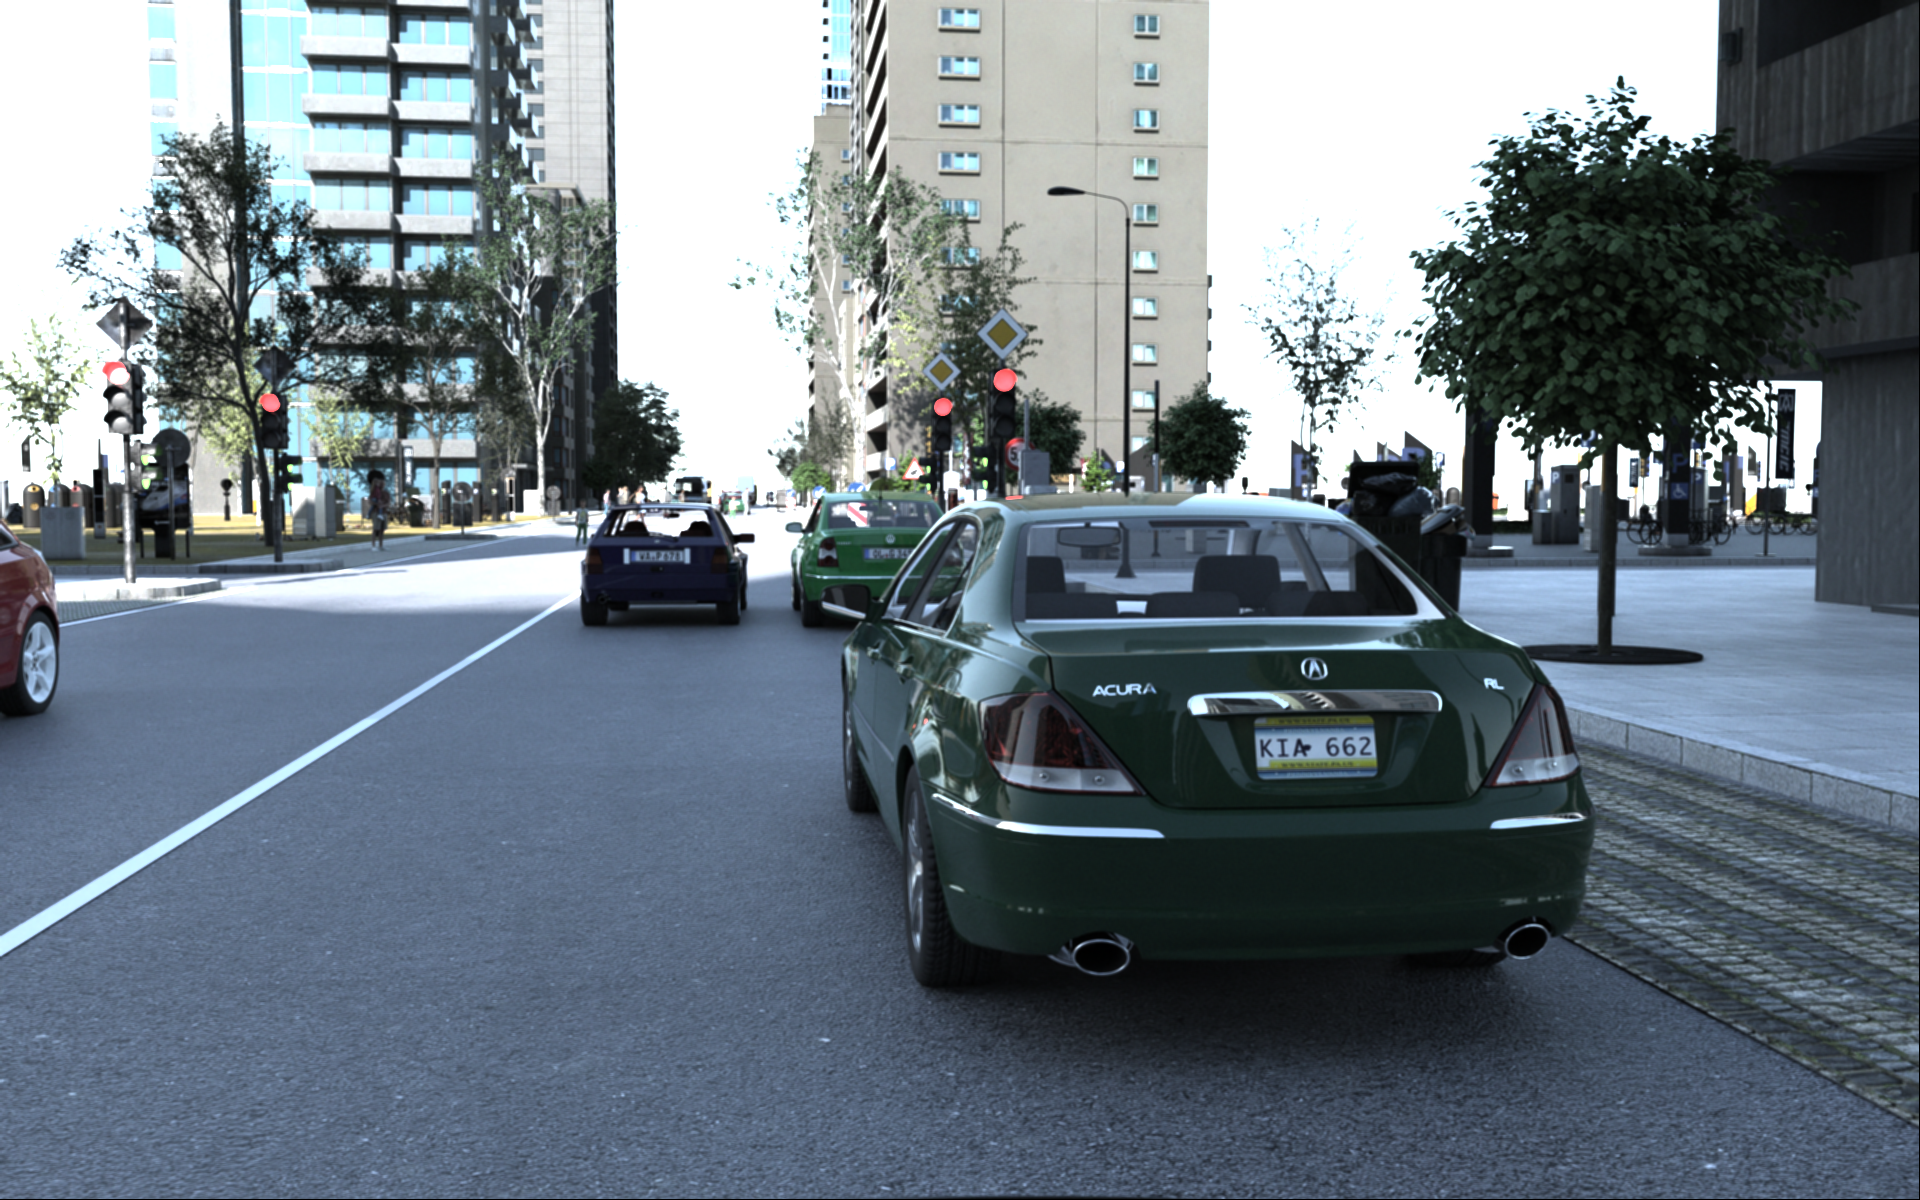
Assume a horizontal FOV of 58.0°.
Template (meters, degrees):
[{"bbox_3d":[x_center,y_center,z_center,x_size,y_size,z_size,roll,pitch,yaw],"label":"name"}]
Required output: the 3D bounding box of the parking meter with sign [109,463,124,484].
[{"bbox_3d":[-48.331,-6.288,99.062,1.738,3.016,0.543,3,5,41],"label":"parking meter with sign"}]

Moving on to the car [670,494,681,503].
[{"bbox_3d":[-23.844,-7.975,142.189,2.131,1.459,4.920,0,4,-6],"label":"car"}]

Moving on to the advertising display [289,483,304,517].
[{"bbox_3d":[-37.757,-5.712,98.605,0.123,1.923,0.974,2,4,26],"label":"advertising display"}]

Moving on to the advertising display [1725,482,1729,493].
[{"bbox_3d":[41.568,-5.401,93.518,0.974,1.923,0.123,-3,5,-43],"label":"advertising display"}]

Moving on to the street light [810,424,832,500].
[{"bbox_3d":[-9.107,-8.725,115.198,1.470,5.913,1.316,0,4,-7],"label":"street light"}]

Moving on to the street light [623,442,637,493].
[{"bbox_3d":[-29.821,-11.135,154.597,1.470,5.913,1.316,0,4,-7],"label":"street light"}]

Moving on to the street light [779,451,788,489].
[{"bbox_3d":[-19.506,-13.741,197.208,1.470,5.913,1.316,0,4,-7],"label":"street light"}]

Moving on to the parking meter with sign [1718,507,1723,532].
[{"bbox_3d":[24.668,-3.772,57.936,1.738,3.016,0.543,-1,4,-13],"label":"parking meter with sign"}]

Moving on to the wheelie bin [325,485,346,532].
[{"bbox_3d":[-21.212,-3.090,58.423,0.693,1.594,0.980,1,4,13],"label":"wheelie bin"}]

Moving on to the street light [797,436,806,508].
[{"bbox_3d":[-12.064,-10.150,138.494,1.470,5.913,1.316,0,4,-7],"label":"street light"}]

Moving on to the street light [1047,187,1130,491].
[{"bbox_3d":[2.014,-3.295,26.408,1.470,5.913,1.316,0,4,-7],"label":"street light"}]

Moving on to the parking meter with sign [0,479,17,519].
[{"bbox_3d":[-49.146,-5.656,88.731,1.738,3.016,0.543,0,4,3],"label":"parking meter with sign"}]

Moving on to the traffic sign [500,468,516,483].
[{"bbox_3d":[-21.782,-5.100,83.499,0.768,2.556,0.104,0,4,-3],"label":"traffic sign"}]

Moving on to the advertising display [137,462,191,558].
[{"bbox_3d":[-16.007,-1.812,34.833,0.974,1.923,0.123,-1,4,-15],"label":"advertising display"}]

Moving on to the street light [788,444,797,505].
[{"bbox_3d":[-15.079,-11.575,161.793,1.470,5.913,1.316,0,4,-7],"label":"street light"}]

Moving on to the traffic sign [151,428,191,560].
[{"bbox_3d":[-15.279,-2.045,33.546,0.768,2.556,0.104,0,4,-3],"label":"traffic sign"}]

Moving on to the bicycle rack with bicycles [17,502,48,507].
[{"bbox_3d":[-42.755,-4.121,80.761,2.852,0.926,2.925,0,4,2],"label":"bicycle rack with bicycles"}]

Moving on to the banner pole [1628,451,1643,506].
[{"bbox_3d":[32.396,-5.676,82.821,0.863,3.779,0.401,1,4,12],"label":"banner pole"}]

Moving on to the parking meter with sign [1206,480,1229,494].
[{"bbox_3d":[13.044,-5.523,86.562,1.738,3.016,0.543,-1,4,-23],"label":"parking meter with sign"}]

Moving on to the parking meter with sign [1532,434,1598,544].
[{"bbox_3d":[15.524,-2.950,44.493,1.738,3.016,0.543,-2,4,-25],"label":"parking meter with sign"}]

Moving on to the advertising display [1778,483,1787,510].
[{"bbox_3d":[48.313,-5.906,101.776,0.974,1.923,0.123,-3,5,-40],"label":"advertising display"}]

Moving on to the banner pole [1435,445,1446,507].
[{"bbox_3d":[24.741,-6.061,89.112,0.863,3.779,0.401,-2,4,-26],"label":"banner pole"}]

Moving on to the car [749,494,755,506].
[{"bbox_3d":[-26.296,-12.466,212.851,2.155,1.783,4.494,0,4,-7],"label":"car"}]

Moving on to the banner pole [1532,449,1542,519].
[{"bbox_3d":[20.347,-4.346,61.077,0.401,3.779,0.863,0,4,-4],"label":"banner pole"}]

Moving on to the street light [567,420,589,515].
[{"bbox_3d":[-23.875,-8.306,108.349,1.470,5.913,1.316,0,4,-7],"label":"street light"}]

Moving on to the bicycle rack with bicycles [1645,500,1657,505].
[{"bbox_3d":[45.048,-6.005,111.567,2.925,0.926,2.852,1,4,15],"label":"bicycle rack with bicycles"}]

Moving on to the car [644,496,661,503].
[{"bbox_3d":[-20.008,-6.150,113.138,1.945,1.354,3.894,-1,4,-8],"label":"car"}]

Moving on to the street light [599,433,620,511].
[{"bbox_3d":[-26.777,-9.725,131.550,1.470,5.913,1.316,0,4,-7],"label":"street light"}]

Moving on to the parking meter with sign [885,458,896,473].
[{"bbox_3d":[-3.061,-5.448,85.328,0.543,3.016,1.738,1,4,23],"label":"parking meter with sign"}]

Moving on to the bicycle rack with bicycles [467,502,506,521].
[{"bbox_3d":[-22.785,-4.184,81.784,2.925,0.926,2.852,-1,4,-15],"label":"bicycle rack with bicycles"}]

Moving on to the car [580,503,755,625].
[{"bbox_3d":[-3.393,-0.472,20.290,1.945,1.354,3.894,0,4,-5],"label":"car"}]

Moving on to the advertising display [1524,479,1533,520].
[{"bbox_3d":[24.254,-4.177,73.514,0.974,1.923,0.123,-3,5,-41],"label":"advertising display"}]

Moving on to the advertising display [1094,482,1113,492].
[{"bbox_3d":[6.382,-4.451,77.988,0.974,1.923,0.123,-1,4,-12],"label":"advertising display"}]

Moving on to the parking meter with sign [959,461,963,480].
[{"bbox_3d":[-0.318,-5.247,82.045,0.543,3.016,1.738,3,5,42],"label":"parking meter with sign"}]

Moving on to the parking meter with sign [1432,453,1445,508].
[{"bbox_3d":[19.710,-4.739,73.735,1.738,3.016,0.543,-1,4,-16],"label":"parking meter with sign"}]

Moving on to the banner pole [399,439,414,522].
[{"bbox_3d":[-25.334,-5.452,79.153,0.401,3.779,0.863,3,5,41],"label":"banner pole"}]

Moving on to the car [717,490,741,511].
[{"bbox_3d":[-19.354,-8.403,146.056,2.281,1.827,5.304,-1,4,-9],"label":"car"}]

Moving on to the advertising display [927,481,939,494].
[{"bbox_3d":[-1.232,-4.942,86.009,0.974,1.923,0.123,-3,4,-37],"label":"advertising display"}]

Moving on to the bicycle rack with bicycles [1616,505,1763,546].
[{"bbox_3d":[18.242,-1.885,44.206,2.925,0.926,2.852,0,4,-5],"label":"bicycle rack with bicycles"}]

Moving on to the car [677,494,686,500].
[{"bbox_3d":[-24.457,-8.314,147.728,2.131,1.459,4.920,-1,4,-9],"label":"car"}]

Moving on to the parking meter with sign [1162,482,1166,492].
[{"bbox_3d":[12.828,-7.016,110.970,1.738,3.016,0.543,-1,4,-17],"label":"parking meter with sign"}]

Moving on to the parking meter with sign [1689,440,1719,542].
[{"bbox_3d":[20.179,-3.119,47.257,0.543,3.016,1.738,2,4,32],"label":"parking meter with sign"}]

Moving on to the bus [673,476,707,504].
[{"bbox_3d":[-26.014,-10.572,167.706,2.948,3.499,13.247,0,4,-6],"label":"bus"}]

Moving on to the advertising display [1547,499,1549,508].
[{"bbox_3d":[28.485,-4.890,85.166,0.974,1.923,0.123,-1,4,-13],"label":"advertising display"}]

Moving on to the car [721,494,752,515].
[{"bbox_3d":[-15.372,-6.566,119.150,2.131,1.459,4.920,0,4,-8],"label":"car"}]

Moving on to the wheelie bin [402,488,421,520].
[{"bbox_3d":[-26.732,-4.683,84.468,0.980,1.594,0.693,-3,4,-36],"label":"wheelie bin"}]

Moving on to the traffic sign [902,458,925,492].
[{"bbox_3d":[-1.612,-3.772,61.677,0.884,2.594,0.081,0,4,1],"label":"traffic sign"}]

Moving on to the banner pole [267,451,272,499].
[{"bbox_3d":[-40.477,-6.824,101.589,0.401,3.779,0.863,-3,5,-44],"label":"banner pole"}]

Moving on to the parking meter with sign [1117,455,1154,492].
[{"bbox_3d":[7.457,-4.733,73.648,1.738,3.016,0.543,2,4,26],"label":"parking meter with sign"}]

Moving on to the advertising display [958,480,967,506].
[{"bbox_3d":[-0.138,-4.364,76.567,0.974,1.923,0.123,2,4,30],"label":"advertising display"}]

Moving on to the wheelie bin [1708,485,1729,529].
[{"bbox_3d":[27.496,-3.369,62.984,0.693,1.594,0.980,-3,5,-43],"label":"wheelie bin"}]

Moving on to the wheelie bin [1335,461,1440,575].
[{"bbox_3d":[4.078,-0.528,16.539,0.980,1.594,0.693,0,4,5],"label":"wheelie bin"}]

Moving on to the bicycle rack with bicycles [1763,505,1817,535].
[{"bbox_3d":[26.192,-2.571,55.421,2.852,0.926,2.925,-2,4,-30],"label":"bicycle rack with bicycles"}]

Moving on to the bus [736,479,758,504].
[{"bbox_3d":[-31.032,-15.966,252.587,2.896,3.916,12.252,-1,4,-9],"label":"bus"}]

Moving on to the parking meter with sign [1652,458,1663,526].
[{"bbox_3d":[27.788,-4.391,68.052,0.543,3.016,1.738,0,4,1],"label":"parking meter with sign"}]

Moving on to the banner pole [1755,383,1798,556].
[{"bbox_3d":[16.969,-2.808,35.936,0.863,3.779,0.401,-1,4,-13],"label":"banner pole"}]

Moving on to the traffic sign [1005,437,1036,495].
[{"bbox_3d":[1.345,-2.375,38.935,0.768,2.556,0.104,0,4,2],"label":"traffic sign"}]

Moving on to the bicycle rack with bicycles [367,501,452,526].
[{"bbox_3d":[-22.860,-3.534,71.168,2.925,0.926,2.852,1,4,20],"label":"bicycle rack with bicycles"}]
